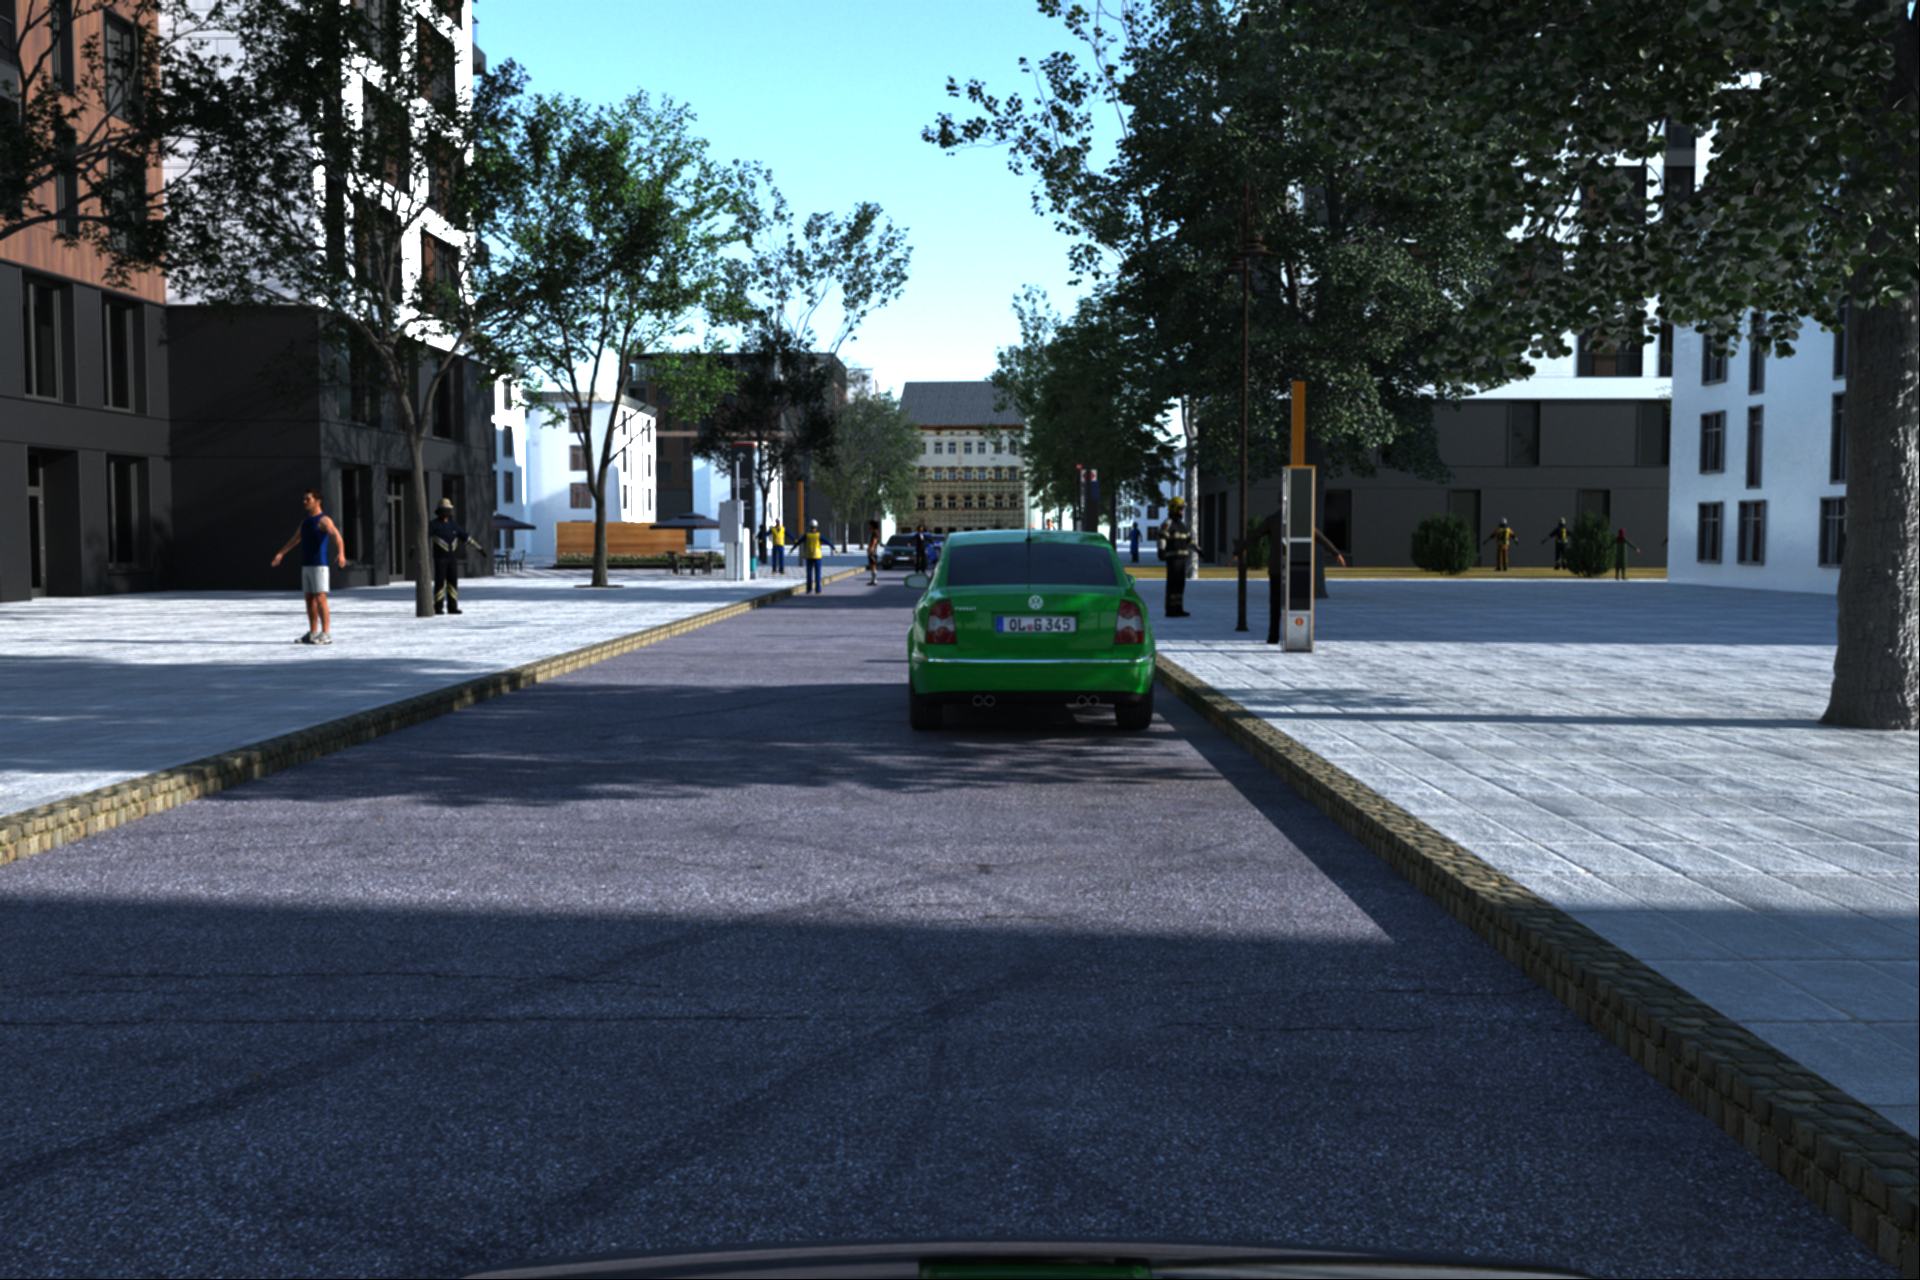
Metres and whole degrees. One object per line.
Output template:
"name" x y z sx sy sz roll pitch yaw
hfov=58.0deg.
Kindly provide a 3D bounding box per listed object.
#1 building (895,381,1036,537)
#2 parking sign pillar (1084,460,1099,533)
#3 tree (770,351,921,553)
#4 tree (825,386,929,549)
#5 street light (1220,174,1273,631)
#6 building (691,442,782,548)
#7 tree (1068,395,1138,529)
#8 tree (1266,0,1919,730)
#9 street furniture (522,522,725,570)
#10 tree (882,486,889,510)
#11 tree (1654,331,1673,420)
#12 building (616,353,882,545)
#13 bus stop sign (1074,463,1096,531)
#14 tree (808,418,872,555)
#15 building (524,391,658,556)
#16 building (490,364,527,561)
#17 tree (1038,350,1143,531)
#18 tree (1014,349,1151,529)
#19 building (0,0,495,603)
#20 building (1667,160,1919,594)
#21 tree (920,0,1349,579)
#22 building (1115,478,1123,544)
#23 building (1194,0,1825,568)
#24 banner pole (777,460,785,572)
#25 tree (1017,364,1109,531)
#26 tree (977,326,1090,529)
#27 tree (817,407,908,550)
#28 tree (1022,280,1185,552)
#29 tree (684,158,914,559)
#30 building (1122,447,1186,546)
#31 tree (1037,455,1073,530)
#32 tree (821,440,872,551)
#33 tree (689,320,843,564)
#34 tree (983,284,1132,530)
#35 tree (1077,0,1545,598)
"building" 1.122 -25.294 246.948 18.063 23.208 19.493 0 4 7
"parking sign pillar" 4.814 -4.597 63.630 1.447 3.967 1.447 0 4 0
"tree" -7.839 -12.601 116.401 12.009 13.543 11.850 0 3 0
"tree" -7.494 -14.788 148.439 9.857 13.997 8.962 0 3 0
"street light" 3.729 -3.055 22.729 0.468 5.910 1.993 0 4 1
"building" -22.045 -14.024 171.444 9.099 9.664 28.070 0 3 0
"tree" 6.574 -8.396 87.629 4.360 8.622 3.978 0 3 0
"tree" 6.124 -6.390 11.125 9.857 13.997 8.962 0 3 0
"street furniture" -11.755 -3.575 65.309 11.010 1.723 9.812 -1 4 -14
"tree" -11.240 -18.190 247.760 4.360 8.622 3.978 0 3 0
"tree" 25.180 -6.614 58.506 4.360 8.622 3.978 0 3 0
"building" -24.465 -22.474 211.417 27.936 21.610 32.646 0 4 1
"bus stop sign" 4.720 -4.695 65.470 0.855 3.939 0.416 0 4 1
"tree" -7.813 -9.410 104.212 4.360 8.622 3.978 0 3 0
"building" -24.792 -10.635 116.029 9.099 9.664 28.070 0 4 0
"building" -26.153 -8.817 86.303 9.099 9.664 28.070 0 4 1
"tree" 4.864 -7.276 69.332 4.360 8.622 3.978 0 3 0
"tree" 6.855 -10.453 96.669 9.928 11.665 9.643 0 3 0
"building" -28.308 -11.769 36.392 27.936 21.610 32.646 0 4 0
"building" 23.070 -5.476 31.683 9.099 9.664 28.070 0 4 0
"tree" 5.679 -11.886 50.231 12.611 20.169 13.585 0 3 0
"building" 24.664 -16.801 216.841 9.099 9.664 28.070 0 4 0
"building" 24.628 -14.531 81.551 27.936 21.610 32.646 0 4 0
"banner pole" -6.090 -4.188 58.488 0.401 3.779 0.863 0 3 0
"tree" 7.162 -11.864 112.107 7.486 12.596 7.792 0 3 0
"tree" 7.678 -18.368 156.204 12.611 20.169 13.585 0 3 0
"tree" -7.851 -13.057 139.240 9.928 11.665 9.643 0 3 0
"tree" 6.516 -9.778 77.993 7.486 12.596 7.792 0 3 0
"tree" -9.532 -14.312 89.894 12.611 20.169 13.585 0 3 0
"building" 22.451 -14.559 180.183 9.099 9.664 28.070 0 4 1
"tree" 7.133 -10.473 121.593 4.737 8.622 4.395 0 3 0
"tree" -8.361 -10.833 127.474 4.360 8.622 3.978 0 3 0
"tree" -8.216 -8.588 74.824 7.601 10.594 8.767 -3 5 -45
"tree" 6.307 -16.981 133.533 12.611 20.169 13.585 0 3 0
"tree" 7.090 -7.822 34.549 9.857 13.997 8.962 0 3 0
